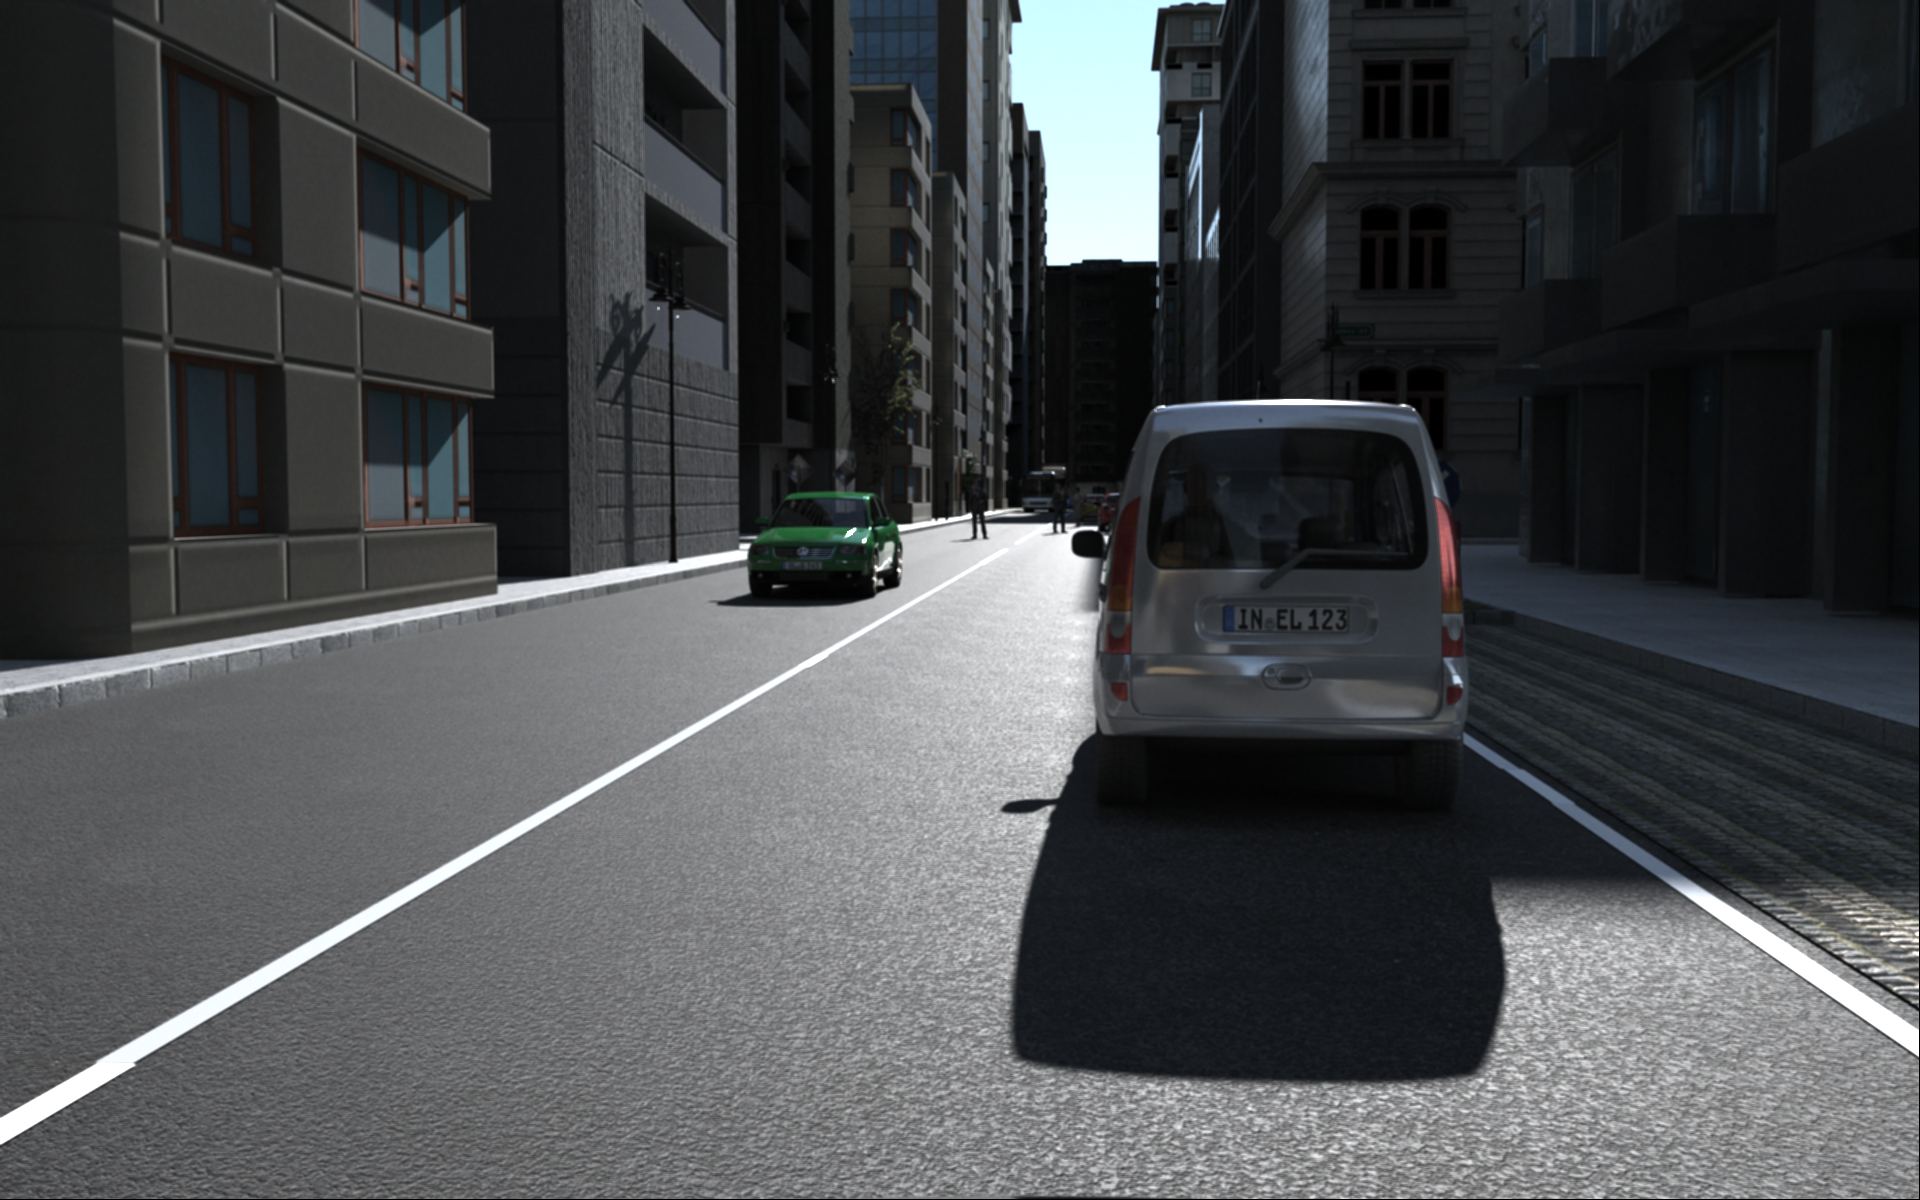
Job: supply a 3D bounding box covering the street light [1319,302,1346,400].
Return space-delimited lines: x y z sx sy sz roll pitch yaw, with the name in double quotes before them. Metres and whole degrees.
"street light" 8.977 -4.225 41.867 0.468 5.910 1.993 0 4 5

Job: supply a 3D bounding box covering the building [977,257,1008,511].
"building" -10.671 -18.162 141.989 27.650 21.520 28.899 0 4 5

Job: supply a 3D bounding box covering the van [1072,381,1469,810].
"van" 1.583 -0.140 9.294 2.013 2.044 4.112 0 4 6

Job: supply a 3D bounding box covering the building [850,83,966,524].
"building" -14.626 -14.897 88.608 27.650 21.520 28.899 0 4 5

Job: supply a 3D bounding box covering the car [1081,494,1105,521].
"car" 7.247 -5.058 92.917 2.015 1.641 3.980 0 4 4

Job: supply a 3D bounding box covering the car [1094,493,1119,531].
"car" 6.377 -3.629 68.375 2.155 1.783 4.494 0 4 3

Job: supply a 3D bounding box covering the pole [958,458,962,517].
"pole" 0.005 -6.305 96.937 0.158 3.312 0.155 0 3 0

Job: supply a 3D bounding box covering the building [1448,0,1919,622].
"building" 20.011 -24.540 20.833 23.786 49.044 30.456 0 4 5

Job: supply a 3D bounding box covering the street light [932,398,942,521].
"street light" -1.132 -6.758 83.278 0.468 5.910 1.993 0 4 5

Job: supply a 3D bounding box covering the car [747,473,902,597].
"car" -1.923 -1.022 25.500 1.959 1.807 4.718 0 4 5

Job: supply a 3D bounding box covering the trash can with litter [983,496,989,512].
"trash can with litter" 1.777 -6.962 125.212 0.624 1.170 1.055 0 4 6

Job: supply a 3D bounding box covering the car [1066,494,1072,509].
"car" 10.218 -9.963 172.490 1.945 1.707 3.694 0 4 6

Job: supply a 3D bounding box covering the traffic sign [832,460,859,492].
"traffic sign" -3.391 -2.916 51.314 0.795 2.450 0.064 0 4 5

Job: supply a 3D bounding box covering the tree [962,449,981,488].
"tree" -0.276 -7.591 107.820 4.285 4.588 4.351 0 3 0

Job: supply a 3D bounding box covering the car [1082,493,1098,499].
"car" 11.139 -8.236 143.699 2.155 1.783 4.494 0 4 4

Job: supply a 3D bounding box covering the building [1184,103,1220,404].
"building" 21.402 -18.138 114.576 12.078 24.808 19.932 0 4 5

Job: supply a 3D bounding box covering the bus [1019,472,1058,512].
"bus" 6.499 -8.878 140.021 2.948 3.499 13.247 0 4 4

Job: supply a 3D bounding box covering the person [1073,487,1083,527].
"person" 5.057 -4.042 75.157 0.524 1.755 0.480 3 5 44

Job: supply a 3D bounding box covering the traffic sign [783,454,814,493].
"traffic sign" -4.045 -2.429 43.355 0.795 2.450 0.064 0 4 5

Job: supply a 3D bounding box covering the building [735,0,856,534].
"building" -11.528 -17.543 58.535 14.160 30.474 14.107 0 4 5

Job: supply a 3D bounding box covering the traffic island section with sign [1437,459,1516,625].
"traffic island section with sign" 5.135 -0.685 19.836 1.989 1.847 2.006 0 4 5

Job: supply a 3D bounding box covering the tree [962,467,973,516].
"tree" -0.053 -6.677 103.765 1.663 3.219 1.824 0 3 0

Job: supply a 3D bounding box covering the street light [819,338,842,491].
"street light" -3.836 -4.816 51.522 0.468 5.910 1.993 0 4 5

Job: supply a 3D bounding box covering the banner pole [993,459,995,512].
"banner pole" 2.416 -8.096 122.389 0.401 3.779 0.863 0 4 -1

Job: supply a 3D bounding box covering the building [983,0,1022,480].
"building" -8.858 -35.467 169.126 28.713 52.752 27.495 0 4 5

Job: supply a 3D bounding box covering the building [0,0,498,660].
"building" -20.895 -9.987 8.331 27.650 21.520 28.899 0 4 5

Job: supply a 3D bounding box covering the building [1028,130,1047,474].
"building" 0.072 -36.546 221.229 21.600 48.544 21.300 0 4 5

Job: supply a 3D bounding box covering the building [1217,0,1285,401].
"building" 18.979 -17.211 74.902 14.314 27.812 24.014 0 4 5

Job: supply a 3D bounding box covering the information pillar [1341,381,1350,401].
"information pillar" 7.998 -2.732 36.022 0.183 3.616 0.504 0 4 -1

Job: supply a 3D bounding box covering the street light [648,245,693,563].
"street light" -5.384 -3.644 32.364 0.468 5.910 1.993 0 4 5

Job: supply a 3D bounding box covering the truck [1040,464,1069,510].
"truck" 8.796 -10.589 162.050 2.839 4.237 11.283 0 4 4

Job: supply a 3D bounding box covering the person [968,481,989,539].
"person" 0.596 -2.868 55.199 0.655 1.846 0.447 0 4 3

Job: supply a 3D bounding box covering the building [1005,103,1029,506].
"building" 0.303 -33.347 195.337 14.200 45.320 14.600 0 4 5

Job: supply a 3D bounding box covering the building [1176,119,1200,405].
"building" 24.070 -22.301 136.326 14.160 30.474 14.107 0 4 5

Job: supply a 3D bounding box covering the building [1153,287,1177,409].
"building" 31.883 -19.130 157.820 27.650 21.520 28.899 0 4 5

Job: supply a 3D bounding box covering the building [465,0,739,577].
"building" -19.379 -30.130 34.622 28.212 58.520 21.231 0 4 5

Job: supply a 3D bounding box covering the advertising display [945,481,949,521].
"advertising display" -0.640 -4.788 83.490 0.123 1.923 0.974 0 4 -4

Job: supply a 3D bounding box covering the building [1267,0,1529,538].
"building" 22.092 -16.371 55.064 23.554 28.519 14.401 0 4 5

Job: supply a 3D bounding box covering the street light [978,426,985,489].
"street light" 1.460 -8.731 115.542 0.468 5.910 1.993 0 4 5

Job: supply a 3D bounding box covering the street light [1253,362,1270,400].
"street light" 10.528 -5.375 60.672 0.468 5.910 1.993 0 4 5

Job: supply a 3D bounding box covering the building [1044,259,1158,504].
"building" 17.509 -27.173 215.987 14.107 30.474 14.160 0 4 5

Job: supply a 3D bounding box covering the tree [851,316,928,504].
"tree" -3.442 -7.383 71.070 4.360 8.622 3.978 0 3 0

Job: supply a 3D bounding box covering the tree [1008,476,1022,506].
"tree" 6.296 -11.799 187.517 1.663 3.219 1.824 0 3 0

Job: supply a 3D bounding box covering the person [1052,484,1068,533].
"person" 3.690 -3.357 63.558 0.590 1.801 0.661 3 5 45

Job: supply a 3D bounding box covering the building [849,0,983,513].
"building" -5.849 -28.541 116.757 14.600 45.320 14.200 0 4 5

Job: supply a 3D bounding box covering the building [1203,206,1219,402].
"building" 19.222 -14.766 96.176 10.420 20.320 16.860 0 4 5

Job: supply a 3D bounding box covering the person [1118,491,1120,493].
"person" 14.485 -9.034 156.940 1.217 1.736 0.721 -2 4 -32

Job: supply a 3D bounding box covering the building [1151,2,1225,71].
"building" 35.069 -36.444 185.096 28.713 52.752 27.495 0 4 5
